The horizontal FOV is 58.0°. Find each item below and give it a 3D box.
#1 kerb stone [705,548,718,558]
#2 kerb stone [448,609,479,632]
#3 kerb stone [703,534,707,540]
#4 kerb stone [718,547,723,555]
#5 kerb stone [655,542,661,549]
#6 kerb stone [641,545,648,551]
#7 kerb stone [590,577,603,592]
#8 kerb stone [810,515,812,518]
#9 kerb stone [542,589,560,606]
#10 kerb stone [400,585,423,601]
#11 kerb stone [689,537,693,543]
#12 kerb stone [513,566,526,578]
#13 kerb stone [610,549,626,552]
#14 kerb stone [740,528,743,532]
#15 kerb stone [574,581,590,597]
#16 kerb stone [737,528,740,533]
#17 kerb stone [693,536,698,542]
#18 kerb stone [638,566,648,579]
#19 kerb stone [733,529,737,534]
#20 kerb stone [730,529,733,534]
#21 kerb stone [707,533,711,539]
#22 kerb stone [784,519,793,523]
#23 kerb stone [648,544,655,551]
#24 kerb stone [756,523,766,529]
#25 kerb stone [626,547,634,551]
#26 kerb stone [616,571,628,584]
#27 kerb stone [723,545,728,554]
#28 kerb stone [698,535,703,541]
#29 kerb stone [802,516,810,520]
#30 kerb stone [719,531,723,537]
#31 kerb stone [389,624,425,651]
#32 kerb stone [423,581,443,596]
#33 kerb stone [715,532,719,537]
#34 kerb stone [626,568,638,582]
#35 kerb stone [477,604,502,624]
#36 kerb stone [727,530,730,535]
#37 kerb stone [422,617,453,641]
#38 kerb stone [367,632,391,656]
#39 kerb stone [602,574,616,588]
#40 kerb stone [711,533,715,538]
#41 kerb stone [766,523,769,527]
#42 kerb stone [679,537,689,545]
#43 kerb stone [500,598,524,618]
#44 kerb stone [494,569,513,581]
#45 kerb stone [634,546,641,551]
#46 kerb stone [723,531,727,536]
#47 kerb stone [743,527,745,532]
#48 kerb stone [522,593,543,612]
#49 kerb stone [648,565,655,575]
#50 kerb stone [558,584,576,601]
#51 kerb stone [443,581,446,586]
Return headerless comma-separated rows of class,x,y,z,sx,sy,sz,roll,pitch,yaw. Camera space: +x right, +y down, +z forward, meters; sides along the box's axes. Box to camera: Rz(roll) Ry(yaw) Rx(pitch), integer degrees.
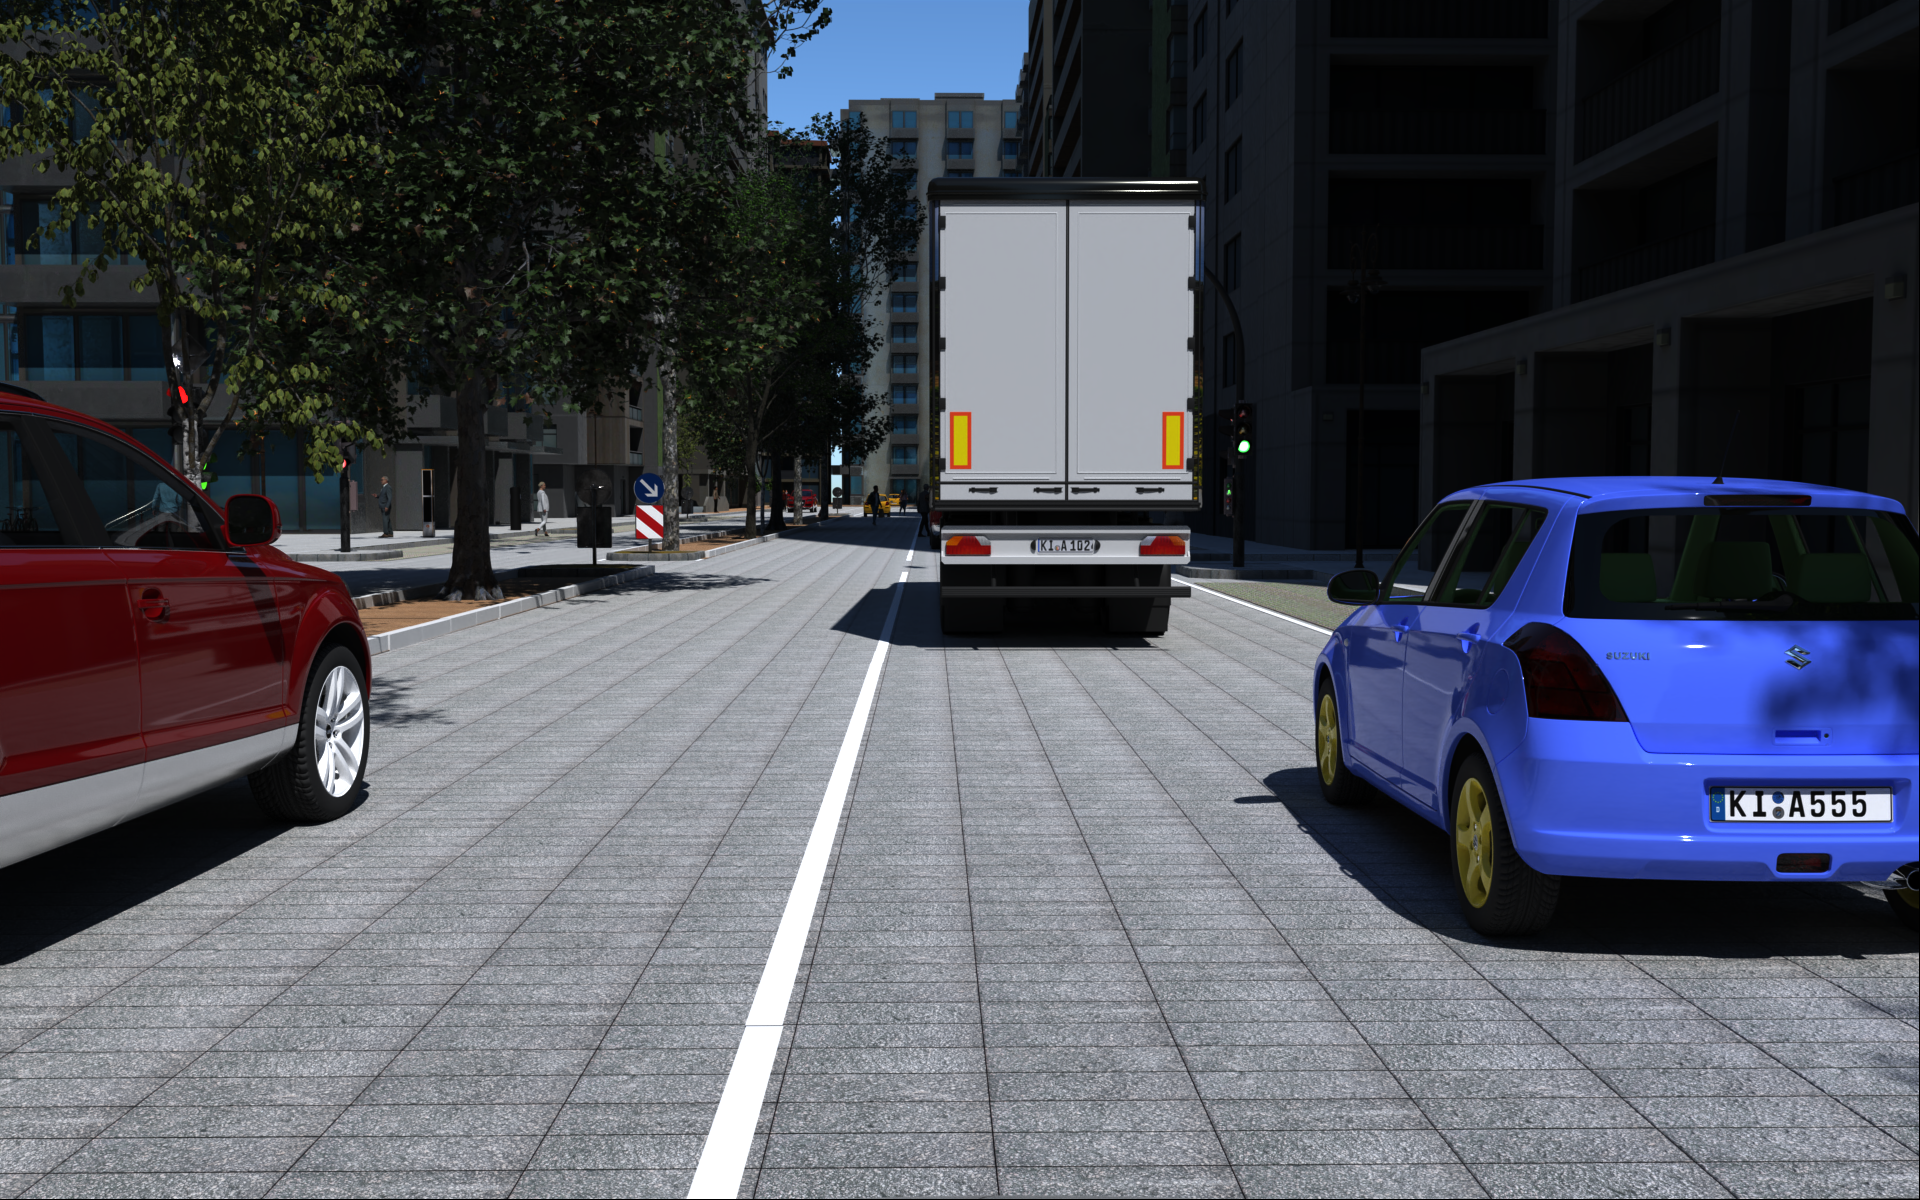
kerb stone,-5.691,-1.050,39.367,0.120,0.150,1.000,0,4,-1
kerb stone,-5.312,0.236,18.343,0.120,0.150,1.000,0,4,-1
kerb stone,-8.043,-1.926,53.685,0.120,0.150,1.000,0,4,-1
kerb stone,-5.701,-1.113,40.392,0.120,0.150,1.000,0,4,-1
kerb stone,-7.882,-1.357,44.452,0.120,0.150,1.000,0,4,-1
kerb stone,-7.844,-1.236,42.397,0.120,0.150,1.000,0,4,-1
kerb stone,-5.444,-0.196,25.509,0.120,0.150,1.000,0,4,-1
kerb stone,-8.884,-4.810,100.846,0.120,0.150,1.000,0,4,-1
kerb stone,-5.382,-0.014,22.431,0.120,0.150,1.000,0,4,-1
kerb stone,-7.502,-0.072,23.394,0.120,0.150,1.000,0,4,-1
kerb stone,-7.989,-1.737,50.599,0.120,0.150,1.000,0,4,-1
kerb stone,-7.616,-0.449,29.539,0.120,0.150,1.000,0,4,-1
kerb stone,-7.787,-1.048,39.326,0.120,0.150,1.000,0,4,-1
kerb stone,-8.220,-2.549,63.935,0.120,0.150,1.000,0,4,-1
kerb stone,-5.423,-0.140,24.486,0.120,0.150,1.000,0,4,-1
kerb stone,-8.203,-2.486,62.913,0.120,0.150,1.000,0,4,-1
kerb stone,-8.011,-1.800,51.621,0.120,0.150,1.000,0,4,-1
kerb stone,-5.514,-0.453,29.606,0.120,0.150,1.000,0,4,-1
kerb stone,-8.186,-2.427,61.890,0.120,0.150,1.000,0,4,-1
kerb stone,-8.176,-2.359,60.868,0.120,0.150,1.000,0,4,-1
kerb stone,-8.057,-1.988,54.717,0.120,0.150,1.000,0,4,-1
kerb stone,-8.646,-3.994,87.505,0.120,0.150,1.000,0,4,-1
kerb stone,-7.860,-1.299,43.427,0.120,0.150,1.000,0,4,-1
kerb stone,-8.392,-3.116,73.162,0.120,0.150,1.000,0,4,-1
kerb stone,-7.806,-1.110,40.349,0.120,0.150,1.000,0,4,-1
kerb stone,-5.477,-0.322,27.554,0.120,0.150,1.000,0,4,-1
kerb stone,-5.729,-1.176,41.415,0.120,0.150,1.000,0,4,-1
kerb stone,-8.021,-1.861,52.652,0.120,0.150,1.000,0,4,-1
kerb stone,-8.856,-4.747,99.814,0.120,0.150,1.000,0,4,-1
kerb stone,-8.118,-2.177,57.793,0.120,0.150,1.000,0,4,-1
kerb stone,-5.268,0.361,16.296,0.120,0.150,1.000,0,4,-1
kerb stone,-7.524,-0.136,24.416,0.120,0.150,1.000,0,4,-1
kerb stone,-8.097,-2.114,56.762,0.120,0.150,1.000,0,4,-1
kerb stone,-5.494,-0.390,28.576,0.120,0.150,1.000,0,4,-1
kerb stone,-5.333,0.173,19.366,0.120,0.150,1.000,0,4,-1
kerb stone,-8.151,-2.302,59.839,0.120,0.150,1.000,0,4,-1
kerb stone,-5.292,0.303,17.318,0.120,0.150,1.000,0,4,-1
kerb stone,-5.259,0.424,15.269,0.120,0.150,1.000,0,4,-1
kerb stone,-5.459,-0.265,26.531,0.120,0.150,1.000,0,4,-1
kerb stone,-8.079,-2.048,55.740,0.120,0.150,1.000,0,4,-1
kerb stone,-8.411,-3.180,74.184,0.120,0.150,1.000,0,4,-1
kerb stone,-7.969,-1.674,49.573,0.120,0.150,1.000,0,4,-1
kerb stone,-5.346,0.114,20.388,0.120,0.150,1.000,0,4,-1
kerb stone,-7.588,-0.383,28.518,0.120,0.150,1.000,0,4,-1
kerb stone,-7.826,-1.173,41.371,0.120,0.150,1.000,0,4,-1
kerb stone,-8.129,-2.239,58.815,0.120,0.150,1.000,0,4,-1
kerb stone,-8.242,-2.614,64.958,0.120,0.150,1.000,0,4,-1
kerb stone,-5.365,0.048,21.410,0.120,0.150,1.000,0,4,-1
kerb stone,-5.534,-0.516,30.628,0.120,0.150,1.000,0,4,-1
kerb stone,-5.402,-0.077,23.453,0.120,0.150,1.000,0,4,-1
kerb stone,-7.535,-0.199,25.447,0.120,0.150,1.000,0,4,-1
